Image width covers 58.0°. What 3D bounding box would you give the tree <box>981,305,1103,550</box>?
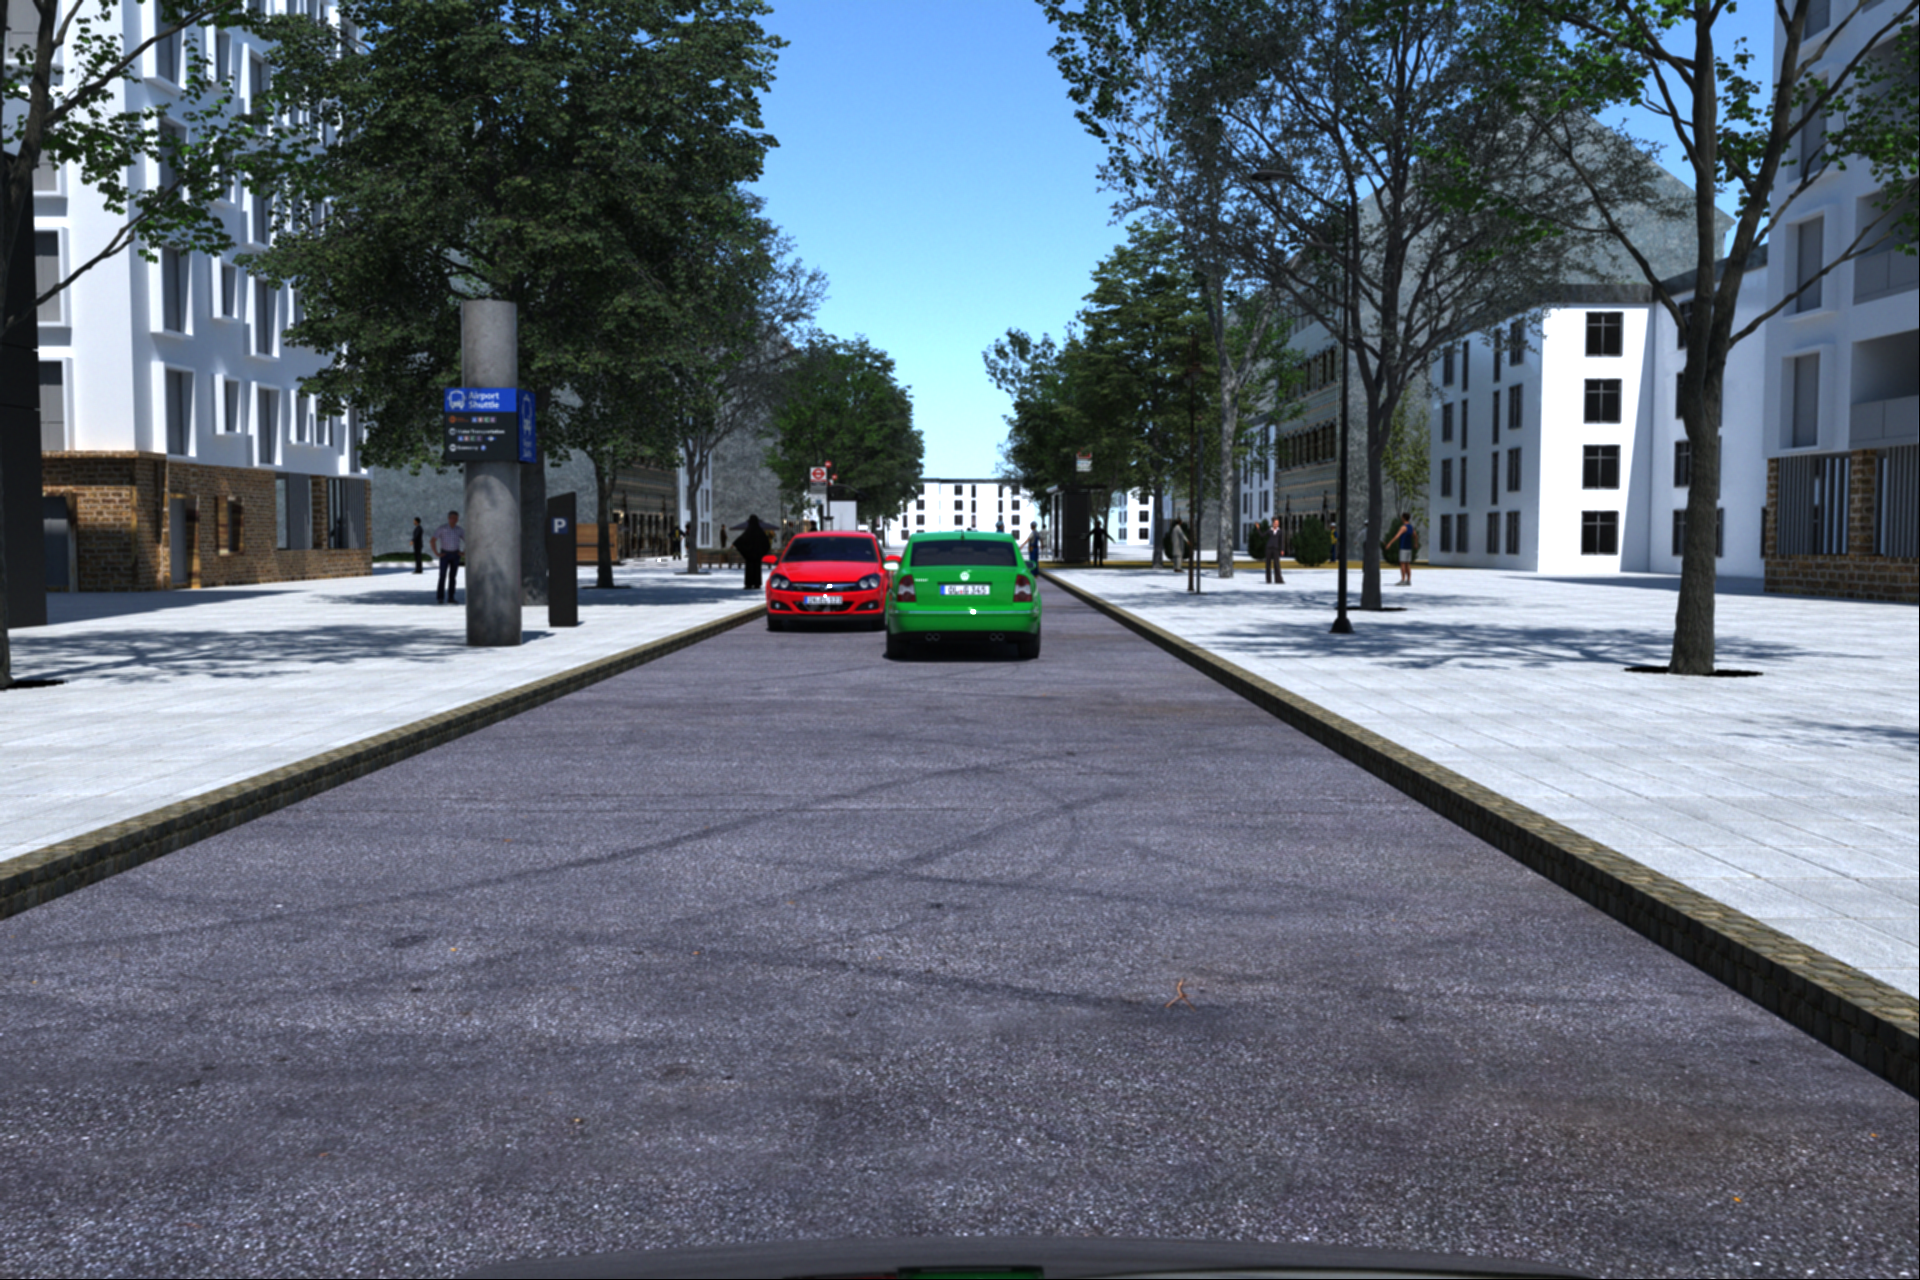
[{"bbox_3d":[8.912,-17.511,142.191,12.611,20.169,13.585,0,3,0],"label":"tree"}]

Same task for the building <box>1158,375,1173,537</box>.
[{"bbox_3d":[27.741,-20.846,197.252,16.016,20.090,11.380,0,4,1],"label":"building"}]

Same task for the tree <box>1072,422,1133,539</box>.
[{"bbox_3d":[7.713,-8.701,92.618,4.360,8.622,3.978,0,3,0],"label":"tree"}]

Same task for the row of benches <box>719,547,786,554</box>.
[{"bbox_3d":[-9.639,-4.107,82.614,4.104,0.672,1.422,1,4,10],"label":"row of benches"}]

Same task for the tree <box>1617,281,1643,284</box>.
[{"bbox_3d":[29.410,-9.801,78.377,7.486,12.596,7.792,0,3,0],"label":"tree"}]

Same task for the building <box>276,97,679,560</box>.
[{"bbox_3d":[-26.135,-16.042,93.211,19.493,23.208,18.063,0,4,1],"label":"building"}]

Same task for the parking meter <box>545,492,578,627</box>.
[{"bbox_3d":[-5.515,-1.115,23.947,0.399,1.863,0.255,0,4,0],"label":"parking meter"}]

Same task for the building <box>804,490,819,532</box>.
[{"bbox_3d":[-24.289,-22.299,221.000,16.016,20.090,11.380,0,4,1],"label":"building"}]

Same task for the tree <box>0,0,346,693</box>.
[{"bbox_3d":[-7.982,-5.404,14.117,9.928,11.665,9.643,0,3,0],"label":"tree"}]

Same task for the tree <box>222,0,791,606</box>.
[{"bbox_3d":[-7.773,-7.585,30.678,9.857,13.997,8.962,0,3,0],"label":"tree"}]

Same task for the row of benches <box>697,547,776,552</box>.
[{"bbox_3d":[-10.649,-3.993,80.740,4.104,0.672,1.422,-2,4,-23],"label":"row of benches"}]

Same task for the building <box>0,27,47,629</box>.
[{"bbox_3d":[-27.084,-10.016,7.738,27.936,21.610,32.646,0,4,1],"label":"building"}]

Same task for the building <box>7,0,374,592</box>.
[{"bbox_3d":[-23.064,-11.206,39.645,16.016,20.090,11.380,0,4,1],"label":"building"}]

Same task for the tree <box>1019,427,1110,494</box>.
[{"bbox_3d":[8.077,-11.730,126.205,8.767,10.594,7.601,2,4,34],"label":"tree"}]

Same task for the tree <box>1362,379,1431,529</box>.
[{"bbox_3d":[20.434,-7.904,79.599,4.737,8.622,4.395,0,3,0],"label":"tree"}]

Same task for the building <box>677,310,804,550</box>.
[{"bbox_3d":[-23.068,-19.078,142.861,19.493,23.208,18.063,0,3,0],"label":"building"}]

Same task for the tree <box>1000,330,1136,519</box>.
[{"bbox_3d":[7.222,-12.444,110.112,9.857,13.997,8.962,0,3,0],"label":"tree"}]

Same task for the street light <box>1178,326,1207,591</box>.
[{"bbox_3d":[5.185,-4.032,38.703,0.468,5.910,1.993,0,4,1],"label":"street light"}]

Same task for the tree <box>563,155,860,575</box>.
[{"bbox_3d":[-8.348,-8.812,54.439,12.009,13.543,11.850,0,3,0],"label":"tree"}]

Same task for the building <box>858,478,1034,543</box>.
[{"bbox_3d":[-2.874,-19.246,259.280,28.070,9.664,9.099,0,4,3],"label":"building"}]

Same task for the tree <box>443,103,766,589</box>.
[{"bbox_3d":[-8.349,-7.036,40.796,9.928,11.665,9.643,0,3,0],"label":"tree"}]

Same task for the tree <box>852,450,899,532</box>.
[{"bbox_3d":[-7.326,-11.233,134.017,4.360,8.622,3.978,0,3,0],"label":"tree"}]

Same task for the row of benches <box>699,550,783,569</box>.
[{"bbox_3d":[-8.046,-2.983,64.234,4.104,0.672,1.422,2,4,33],"label":"row of benches"}]

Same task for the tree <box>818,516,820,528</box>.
[{"bbox_3d":[-20.060,-18.660,255.449,4.360,8.622,3.978,0,3,0],"label":"tree"}]

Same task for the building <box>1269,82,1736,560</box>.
[{"bbox_3d":[27.797,-16.027,92.967,19.493,23.208,18.063,0,4,1],"label":"building"}]

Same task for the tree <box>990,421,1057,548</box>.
[{"bbox_3d":[7.745,-15.387,161.945,12.009,13.543,11.850,0,3,0],"label":"tree"}]

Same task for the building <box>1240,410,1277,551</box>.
[{"bbox_3d":[25.687,-10.723,117.472,9.099,9.664,28.070,0,3,0],"label":"building"}]

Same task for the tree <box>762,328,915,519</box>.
[{"bbox_3d":[-7.476,-12.345,108.488,9.857,13.997,8.962,0,3,0],"label":"tree"}]

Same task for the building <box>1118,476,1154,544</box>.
[{"bbox_3d":[25.910,-17.104,221.801,9.099,9.664,28.070,0,4,0],"label":"building"}]

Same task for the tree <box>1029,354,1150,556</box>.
[{"bbox_3d":[7.805,-10.679,100.355,9.928,11.665,9.643,0,3,0],"label":"tree"}]

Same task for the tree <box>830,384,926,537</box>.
[{"bbox_3d":[-7.205,-14.466,143.173,9.857,13.997,8.962,0,3,0],"label":"tree"}]

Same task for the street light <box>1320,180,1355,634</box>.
[{"bbox_3d":[5.489,-3.040,22.245,1.470,5.913,1.316,0,4,1],"label":"street light"}]

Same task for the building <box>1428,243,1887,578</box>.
[{"bbox_3d":[24.024,-7.112,58.427,9.099,9.664,28.070,0,3,0],"label":"building"}]

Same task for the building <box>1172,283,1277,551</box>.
[{"bbox_3d":[27.795,-19.034,142.142,19.493,23.208,18.063,0,4,1],"label":"building"}]

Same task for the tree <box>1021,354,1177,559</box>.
[{"bbox_3d":[7.264,-9.324,86.861,8.767,10.594,7.601,0,4,1],"label":"tree"}]

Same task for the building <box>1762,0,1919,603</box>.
[{"bbox_3d":[22.663,-10.956,35.558,16.016,20.090,11.380,0,4,0],"label":"building"}]

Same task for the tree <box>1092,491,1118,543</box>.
[{"bbox_3d":[20.399,-21.483,261.612,12.009,13.543,11.850,0,3,0],"label":"tree"}]

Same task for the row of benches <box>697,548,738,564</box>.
[{"bbox_3d":[-10.260,-3.674,75.531,1.422,0.672,4.104,1,4,21],"label":"row of benches"}]

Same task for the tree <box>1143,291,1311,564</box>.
[{"bbox_3d":[11.261,-9.034,73.465,9.928,11.665,9.643,0,3,0],"label":"tree"}]

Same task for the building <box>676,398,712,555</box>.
[{"bbox_3d":[-21.616,-10.877,119.994,9.099,9.664,28.070,0,4,0],"label":"building"}]

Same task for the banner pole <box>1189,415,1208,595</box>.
[{"bbox_3d":[5.058,-2.839,36.435,0.401,3.779,0.863,0,4,0],"label":"banner pole"}]

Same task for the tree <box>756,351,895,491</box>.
[{"bbox_3d":[-7.346,-10.344,94.885,9.928,11.665,9.643,0,3,0],"label":"tree"}]
